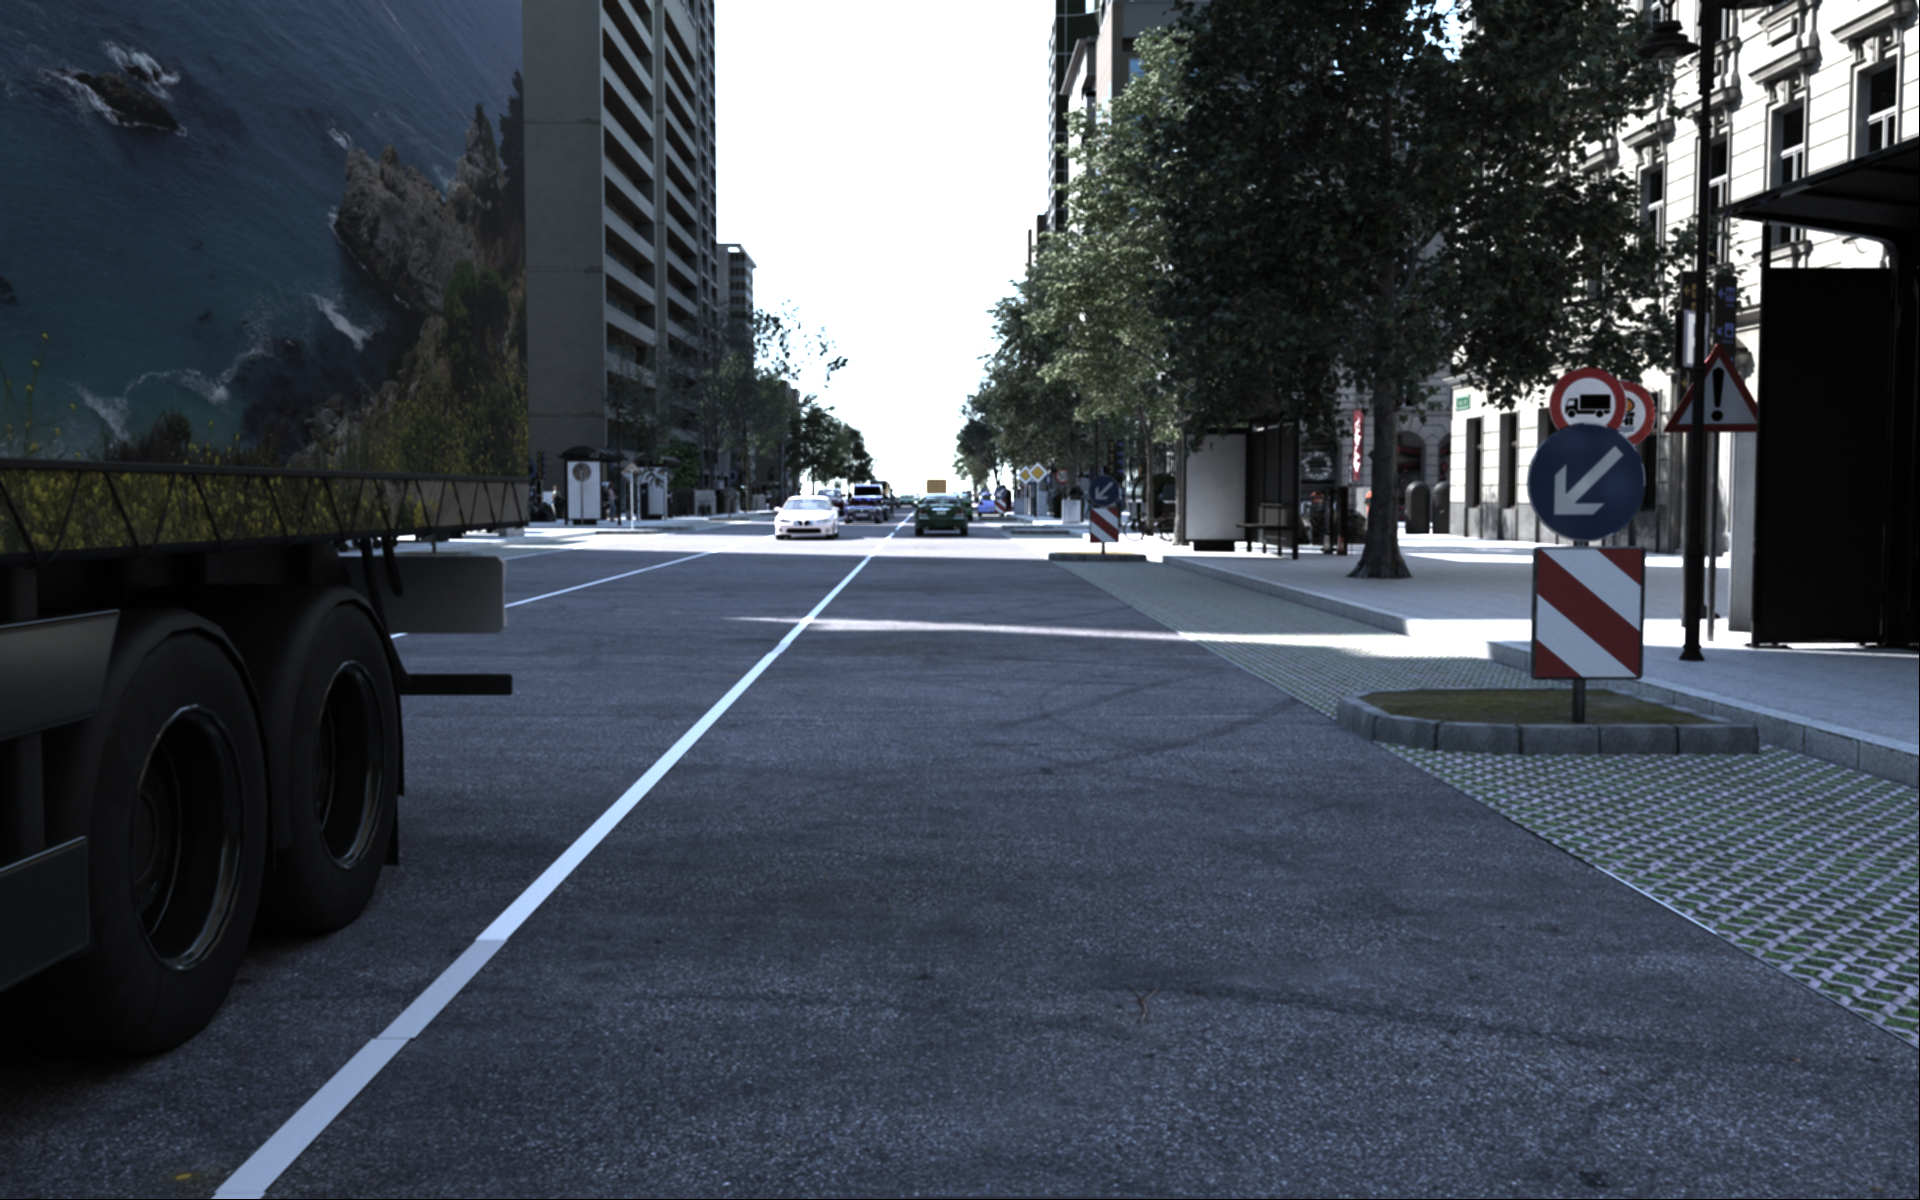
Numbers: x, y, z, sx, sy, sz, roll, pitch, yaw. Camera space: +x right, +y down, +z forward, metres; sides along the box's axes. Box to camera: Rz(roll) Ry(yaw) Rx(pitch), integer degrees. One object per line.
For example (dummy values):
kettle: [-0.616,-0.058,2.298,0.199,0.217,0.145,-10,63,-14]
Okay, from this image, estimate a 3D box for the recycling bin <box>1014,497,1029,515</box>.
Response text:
recycling bin: [3.856,-5.888,108.818,0.722,1.027,0.722,2,4,27]

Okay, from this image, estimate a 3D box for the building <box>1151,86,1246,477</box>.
building: [19.439,-17.866,110.130,12.078,24.808,19.932,0,4,-1]

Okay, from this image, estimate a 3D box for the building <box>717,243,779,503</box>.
building: [-42.516,-34.092,249.290,32.217,40.220,23.993,0,4,-1]

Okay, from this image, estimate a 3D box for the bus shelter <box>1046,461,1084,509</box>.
bus shelter: [6.355,-6.711,103.647,2.014,3.302,5.546,0,4,-1]

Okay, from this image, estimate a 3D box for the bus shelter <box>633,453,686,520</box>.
bus shelter: [-15.424,-5.795,88.678,2.014,3.302,5.546,0,4,-1]

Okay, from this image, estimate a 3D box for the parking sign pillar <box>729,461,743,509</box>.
parking sign pillar: [-17.981,-9.198,138.856,1.447,3.967,1.447,3,5,44]

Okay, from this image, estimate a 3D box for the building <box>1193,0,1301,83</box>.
building: [22.883,-44.944,173.089,20.563,71.187,20.611,0,4,-1]

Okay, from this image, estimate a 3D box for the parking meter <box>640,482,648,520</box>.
parking meter: [-15.653,-4.897,85.775,0.399,1.863,0.255,0,3,0]

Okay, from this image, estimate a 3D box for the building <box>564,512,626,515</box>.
building: [-32.714,-30.108,115.963,21.300,48.544,21.600,0,4,-1]

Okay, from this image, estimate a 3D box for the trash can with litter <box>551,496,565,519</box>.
trash can with litter: [-20.368,-4.731,88.738,0.624,1.170,1.055,2,4,32]

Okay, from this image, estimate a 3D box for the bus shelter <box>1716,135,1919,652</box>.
bus shelter: [7.145,-1.227,11.337,1.731,3.624,6.357,0,4,-1]

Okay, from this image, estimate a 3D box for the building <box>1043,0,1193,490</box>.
building: [21.284,-49.670,250.350,20.563,71.187,20.611,0,4,-1]

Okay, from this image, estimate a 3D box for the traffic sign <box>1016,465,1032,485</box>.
traffic sign: [2.684,-4.167,70.326,0.795,2.593,0.064,0,4,-1]

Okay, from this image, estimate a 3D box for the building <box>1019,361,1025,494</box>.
building: [17.046,-32.206,298.261,14.160,30.474,14.107,0,4,-1]

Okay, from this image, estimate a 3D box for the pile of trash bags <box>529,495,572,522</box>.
pile of trash bags: [-19.211,-4.280,79.738,3.447,1.369,1.912,-3,4,-36]

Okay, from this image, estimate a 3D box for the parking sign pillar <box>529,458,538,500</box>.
parking sign pillar: [-25.444,-6.948,102.074,1.447,3.967,1.447,2,4,26]

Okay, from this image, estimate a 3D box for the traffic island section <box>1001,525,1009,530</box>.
traffic island section: [2.708,-2.944,70.409,2.009,0.180,2.903,0,4,-1]

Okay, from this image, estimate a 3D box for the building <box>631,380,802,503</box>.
building: [-40.194,-26.377,276.299,27.650,21.520,28.899,0,4,-1]

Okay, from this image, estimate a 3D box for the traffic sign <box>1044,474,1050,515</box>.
traffic sign: [5.594,-6.608,108.148,0.768,2.556,0.104,0,4,0]

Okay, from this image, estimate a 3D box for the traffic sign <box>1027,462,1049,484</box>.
traffic sign: [2.815,-3.679,62.342,0.795,2.593,0.064,0,4,-1]

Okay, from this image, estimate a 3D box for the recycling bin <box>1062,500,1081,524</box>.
recycling bin: [4.843,-3.834,75.237,0.722,1.027,0.722,1,4,14]

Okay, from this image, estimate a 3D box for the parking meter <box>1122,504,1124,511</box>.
parking meter: [12.028,-7.390,129.231,0.372,1.533,0.369,0,3,0]

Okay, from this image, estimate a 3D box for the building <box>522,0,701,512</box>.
building: [-35.515,-32.512,155.268,21.300,48.544,21.600,0,4,-1]

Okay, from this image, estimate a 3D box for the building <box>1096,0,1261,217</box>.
building: [19.755,-30.950,156.148,14.600,45.320,14.200,0,4,-1]

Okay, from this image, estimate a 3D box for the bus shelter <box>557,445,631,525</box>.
bus shelter: [-15.533,-4.875,73.627,2.014,3.302,5.546,0,4,-1]

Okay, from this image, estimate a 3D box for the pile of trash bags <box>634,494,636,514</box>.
pile of trash bags: [-20.342,-6.287,112.542,1.912,1.369,3.447,1,4,9]

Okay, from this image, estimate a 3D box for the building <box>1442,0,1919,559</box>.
building: [23.124,-15.541,30.515,17.030,29.872,44.131,0,4,-1]

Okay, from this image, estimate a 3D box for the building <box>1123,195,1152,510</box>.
building: [19.522,-20.543,133.133,12.463,27.353,25.104,0,4,-1]

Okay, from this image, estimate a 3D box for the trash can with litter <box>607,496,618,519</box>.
trash can with litter: [-18.263,-4.845,90.611,0.624,1.170,1.055,-3,5,-42]

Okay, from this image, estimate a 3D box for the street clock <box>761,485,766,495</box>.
street clock: [-15.960,-8.372,141.450,0.471,2.002,0.358,-3,5,-43]

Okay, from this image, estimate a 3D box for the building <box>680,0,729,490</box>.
building: [-36.241,-46.419,197.200,20.563,71.187,20.611,0,4,-1]

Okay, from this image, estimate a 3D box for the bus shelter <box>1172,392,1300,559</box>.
bus shelter: [5.820,-2.592,36.303,2.014,3.302,5.546,0,4,-1]

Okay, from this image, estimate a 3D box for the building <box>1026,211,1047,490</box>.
building: [18.345,-37.843,268.844,14.600,45.320,14.200,0,4,-1]

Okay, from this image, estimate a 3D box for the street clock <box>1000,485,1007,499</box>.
street clock: [3.277,-7.752,131.315,0.471,2.002,0.358,-1,4,-15]

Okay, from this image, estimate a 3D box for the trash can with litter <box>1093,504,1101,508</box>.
trash can with litter: [11.040,-8.102,143.854,1.055,1.170,0.624,2,4,29]

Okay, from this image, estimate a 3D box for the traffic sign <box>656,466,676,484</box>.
traffic sign: [-11.908,-4.154,70.107,0.795,2.593,0.064,0,4,-1]

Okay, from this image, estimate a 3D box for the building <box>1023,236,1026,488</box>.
building: [17.600,-38.709,283.008,14.600,45.320,14.200,0,4,-1]

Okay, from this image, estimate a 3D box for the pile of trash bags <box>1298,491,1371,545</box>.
pile of trash bags: [9.765,-2.130,44.584,3.447,1.369,1.912,-3,4,-36]

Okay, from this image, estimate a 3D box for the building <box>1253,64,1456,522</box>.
building: [25.680,-14.924,85.812,24.055,21.916,13.314,0,4,-1]

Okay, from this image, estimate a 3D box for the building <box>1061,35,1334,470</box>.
building: [26.790,-37.247,198.222,28.713,52.752,27.495,0,4,-1]

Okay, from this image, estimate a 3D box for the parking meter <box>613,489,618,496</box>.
parking meter: [-18.233,-5.100,91.788,0.372,1.533,0.369,0,3,0]

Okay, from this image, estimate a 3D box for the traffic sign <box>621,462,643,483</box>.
traffic sign: [-11.777,-3.666,62.123,0.795,2.593,0.064,0,4,-1]

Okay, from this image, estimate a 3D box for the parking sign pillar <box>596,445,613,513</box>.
parking sign pillar: [-19.602,-6.520,95.067,1.447,3.967,1.447,3,5,41]

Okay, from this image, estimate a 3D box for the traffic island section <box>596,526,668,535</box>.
traffic island section: [-11.801,-2.441,62.190,2.009,0.180,2.903,0,4,-1]

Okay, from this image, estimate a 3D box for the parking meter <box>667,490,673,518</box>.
parking meter: [-15.459,-5.125,92.203,0.372,1.533,0.369,0,3,0]

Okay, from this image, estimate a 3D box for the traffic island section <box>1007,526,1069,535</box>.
traffic island section: [2.839,-2.455,62.425,2.009,0.180,2.903,0,4,-1]

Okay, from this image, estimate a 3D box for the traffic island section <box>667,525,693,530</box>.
traffic island section: [-11.932,-2.929,70.174,2.009,0.180,2.903,0,4,-1]

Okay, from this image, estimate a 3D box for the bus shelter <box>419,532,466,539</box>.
bus shelter: [-14.947,-3.574,52.363,2.014,3.302,5.546,0,4,-1]
